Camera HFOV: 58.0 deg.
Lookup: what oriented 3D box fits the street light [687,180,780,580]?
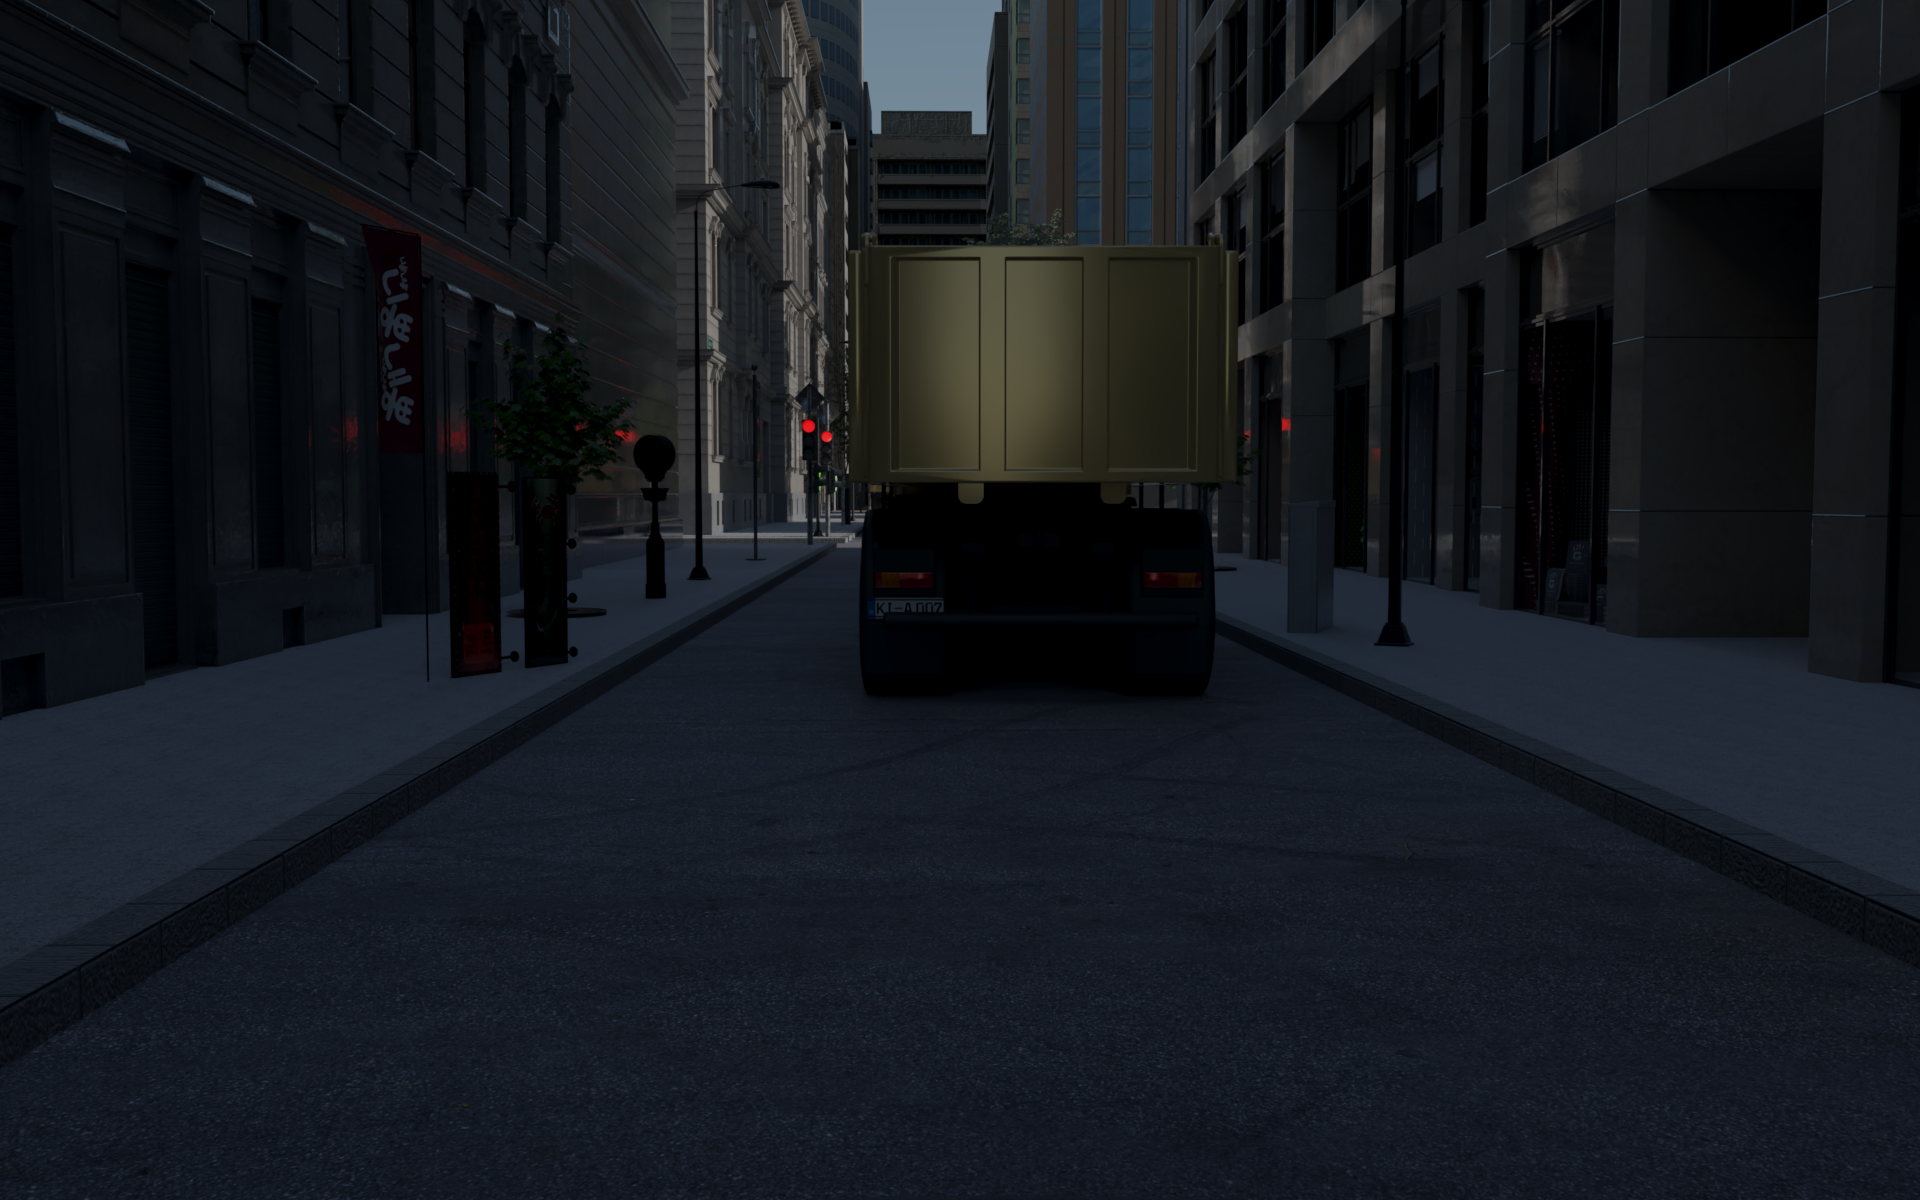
[{"bbox_3d":[-3.363,-3.255,25.759,1.470,5.913,1.316,0,4,-1],"label":"street light"}]

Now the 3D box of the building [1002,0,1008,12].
[{"bbox_3d":[12.974,-45.963,189.748,20.563,71.187,20.611,0,4,-1],"label":"building"}]

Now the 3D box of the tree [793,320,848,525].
[{"bbox_3d":[-4.821,-7.364,70.758,4.360,8.622,3.978,0,3,0],"label":"tree"}]

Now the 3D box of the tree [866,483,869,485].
[{"bbox_3d":[-6.858,-10.582,156.733,4.285,4.588,4.351,0,3,0],"label":"tree"}]

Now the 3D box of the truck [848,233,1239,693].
[{"bbox_3d":[0.536,-1.233,16.092,3.469,3.379,9.791,0,3,0],"label":"truck"}]

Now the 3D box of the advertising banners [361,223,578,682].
[{"bbox_3d":[-3.408,-0.980,12.204,0.090,3.025,2.074,2,4,26],"label":"advertising banners"}]

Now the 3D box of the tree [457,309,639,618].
[{"bbox_3d":[-4.133,-1.444,18.212,1.663,3.219,1.824,0,3,0],"label":"tree"}]

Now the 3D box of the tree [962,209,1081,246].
[{"bbox_3d":[2.984,-10.400,76.696,9.857,13.997,8.962,0,3,0],"label":"tree"}]

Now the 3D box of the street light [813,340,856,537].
[{"bbox_3d":[-3.762,-4.881,52.342,1.470,5.913,1.316,0,4,-1],"label":"street light"}]

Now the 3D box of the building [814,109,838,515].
[{"bbox_3d":[-14.858,-19.822,109.999,13.634,28.700,20.117,0,4,-1],"label":"building"}]

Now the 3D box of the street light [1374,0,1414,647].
[{"bbox_3d":[3.147,-2.568,14.528,1.470,5.913,1.316,0,4,-1],"label":"street light"}]

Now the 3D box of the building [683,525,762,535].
[{"bbox_3d":[-14.188,-16.930,64.190,14.401,28.519,23.554,0,4,-1],"label":"building"}]

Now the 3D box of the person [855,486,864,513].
[{"bbox_3d":[-6.860,-6.821,117.740,0.661,1.801,0.590,3,5,41],"label":"person"}]

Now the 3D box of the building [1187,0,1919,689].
[{"bbox_3d":[15.445,-13.450,24.430,19.350,26.468,34.151,0,4,-1],"label":"building"}]

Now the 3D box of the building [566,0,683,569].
[{"bbox_3d":[-16.285,-15.210,34.584,20.117,28.700,13.634,0,4,-1],"label":"building"}]

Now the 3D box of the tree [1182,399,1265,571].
[{"bbox_3d":[4.282,-2.110,29.107,1.663,3.219,1.824,0,3,0],"label":"tree"}]

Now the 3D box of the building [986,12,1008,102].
[{"bbox_3d":[13.583,-33.364,169.211,21.300,48.544,21.600,0,4,-1],"label":"building"}]

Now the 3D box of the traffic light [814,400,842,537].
[{"bbox_3d":[-3.937,-3.839,51.687,0.839,4.253,0.868,0,4,-1],"label":"traffic light"}]

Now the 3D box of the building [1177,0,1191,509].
[{"bbox_3d":[23.539,-31.933,64.096,28.212,58.520,21.231,0,4,-1],"label":"building"}]

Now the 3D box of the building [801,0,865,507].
[{"bbox_3d":[-19.561,-37.446,154.241,21.231,58.520,28.212,0,4,-1],"label":"building"}]

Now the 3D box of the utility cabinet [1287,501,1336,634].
[{"bbox_3d":[3.320,-0.320,16.394,0.306,1.237,1.020,1,4,20],"label":"utility cabinet"}]

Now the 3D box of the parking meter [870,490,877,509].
[{"bbox_3d":[-5.222,-6.070,104.958,0.399,1.863,0.255,-1,4,-17],"label":"parking meter"}]

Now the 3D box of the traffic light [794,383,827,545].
[{"bbox_3d":[-3.775,-3.351,43.703,0.839,4.253,0.868,0,4,-1],"label":"traffic light"}]

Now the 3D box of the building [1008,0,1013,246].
[{"bbox_3d":[18.013,-33.965,144.574,28.713,52.752,27.495,0,4,-1],"label":"building"}]

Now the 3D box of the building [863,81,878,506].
[{"bbox_3d":[-20.397,-34.591,189.268,21.600,48.544,21.300,0,4,-1],"label":"building"}]

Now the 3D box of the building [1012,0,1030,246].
[{"bbox_3d":[10.481,-26.545,117.602,14.154,41.232,14.086,0,4,-1],"label":"building"}]

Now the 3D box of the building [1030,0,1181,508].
[{"bbox_3d":[11.165,-27.234,95.385,14.600,45.320,14.200,0,4,-1],"label":"building"}]

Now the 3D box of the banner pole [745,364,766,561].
[{"bbox_3d":[-3.949,-2.673,33.714,0.401,3.779,0.863,0,4,3],"label":"banner pole"}]

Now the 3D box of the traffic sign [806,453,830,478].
[{"bbox_3d":[-4.409,-3.286,53.837,0.768,2.556,0.104,0,4,1],"label":"traffic sign"}]

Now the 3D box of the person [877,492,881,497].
[{"bbox_3d":[-8.141,-9.961,168.894,1.348,1.826,0.705,-1,4,-15],"label":"person"}]

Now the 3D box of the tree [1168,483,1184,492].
[{"bbox_3d":[7.126,-4.329,54.499,4.285,4.588,4.351,0,3,0],"label":"tree"}]

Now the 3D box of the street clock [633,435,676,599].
[{"bbox_3d":[-3.738,-1.019,21.230,0.471,2.002,0.358,1,4,21],"label":"street clock"}]

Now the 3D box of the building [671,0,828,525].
[{"bbox_3d":[-14.233,-18.399,88.218,14.401,28.519,23.554,0,4,-1],"label":"building"}]

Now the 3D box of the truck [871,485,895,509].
[{"bbox_3d":[-1.670,-4.092,62.836,3.469,3.379,9.791,0,4,1],"label":"truck"}]

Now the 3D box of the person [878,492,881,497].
[{"bbox_3d":[-9.450,-12.015,203.210,0.721,1.743,1.217,1,4,15],"label":"person"}]

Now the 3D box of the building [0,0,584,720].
[{"bbox_3d":[-10.281,-10.259,16.887,9.793,20.994,18.267,0,4,-1],"label":"building"}]

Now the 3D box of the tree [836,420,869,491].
[{"bbox_3d":[-6.686,-10.696,125.245,4.737,8.622,4.395,0,3,0],"label":"tree"}]

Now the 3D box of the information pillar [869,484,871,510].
[{"bbox_3d":[-5.759,-6.611,112.584,0.304,2.012,0.304,-1,4,-21],"label":"information pillar"}]

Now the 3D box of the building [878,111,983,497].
[{"bbox_3d":[-0.690,-36.625,222.518,21.600,48.544,21.300,0,4,-1],"label":"building"}]

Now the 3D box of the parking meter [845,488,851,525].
[{"bbox_3d":[-4.767,-3.928,72.629,0.372,1.533,0.369,0,3,0],"label":"parking meter"}]

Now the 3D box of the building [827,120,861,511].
[{"bbox_3d":[-14.943,-22.157,133.963,14.160,30.474,14.107,0,4,-1],"label":"building"}]
